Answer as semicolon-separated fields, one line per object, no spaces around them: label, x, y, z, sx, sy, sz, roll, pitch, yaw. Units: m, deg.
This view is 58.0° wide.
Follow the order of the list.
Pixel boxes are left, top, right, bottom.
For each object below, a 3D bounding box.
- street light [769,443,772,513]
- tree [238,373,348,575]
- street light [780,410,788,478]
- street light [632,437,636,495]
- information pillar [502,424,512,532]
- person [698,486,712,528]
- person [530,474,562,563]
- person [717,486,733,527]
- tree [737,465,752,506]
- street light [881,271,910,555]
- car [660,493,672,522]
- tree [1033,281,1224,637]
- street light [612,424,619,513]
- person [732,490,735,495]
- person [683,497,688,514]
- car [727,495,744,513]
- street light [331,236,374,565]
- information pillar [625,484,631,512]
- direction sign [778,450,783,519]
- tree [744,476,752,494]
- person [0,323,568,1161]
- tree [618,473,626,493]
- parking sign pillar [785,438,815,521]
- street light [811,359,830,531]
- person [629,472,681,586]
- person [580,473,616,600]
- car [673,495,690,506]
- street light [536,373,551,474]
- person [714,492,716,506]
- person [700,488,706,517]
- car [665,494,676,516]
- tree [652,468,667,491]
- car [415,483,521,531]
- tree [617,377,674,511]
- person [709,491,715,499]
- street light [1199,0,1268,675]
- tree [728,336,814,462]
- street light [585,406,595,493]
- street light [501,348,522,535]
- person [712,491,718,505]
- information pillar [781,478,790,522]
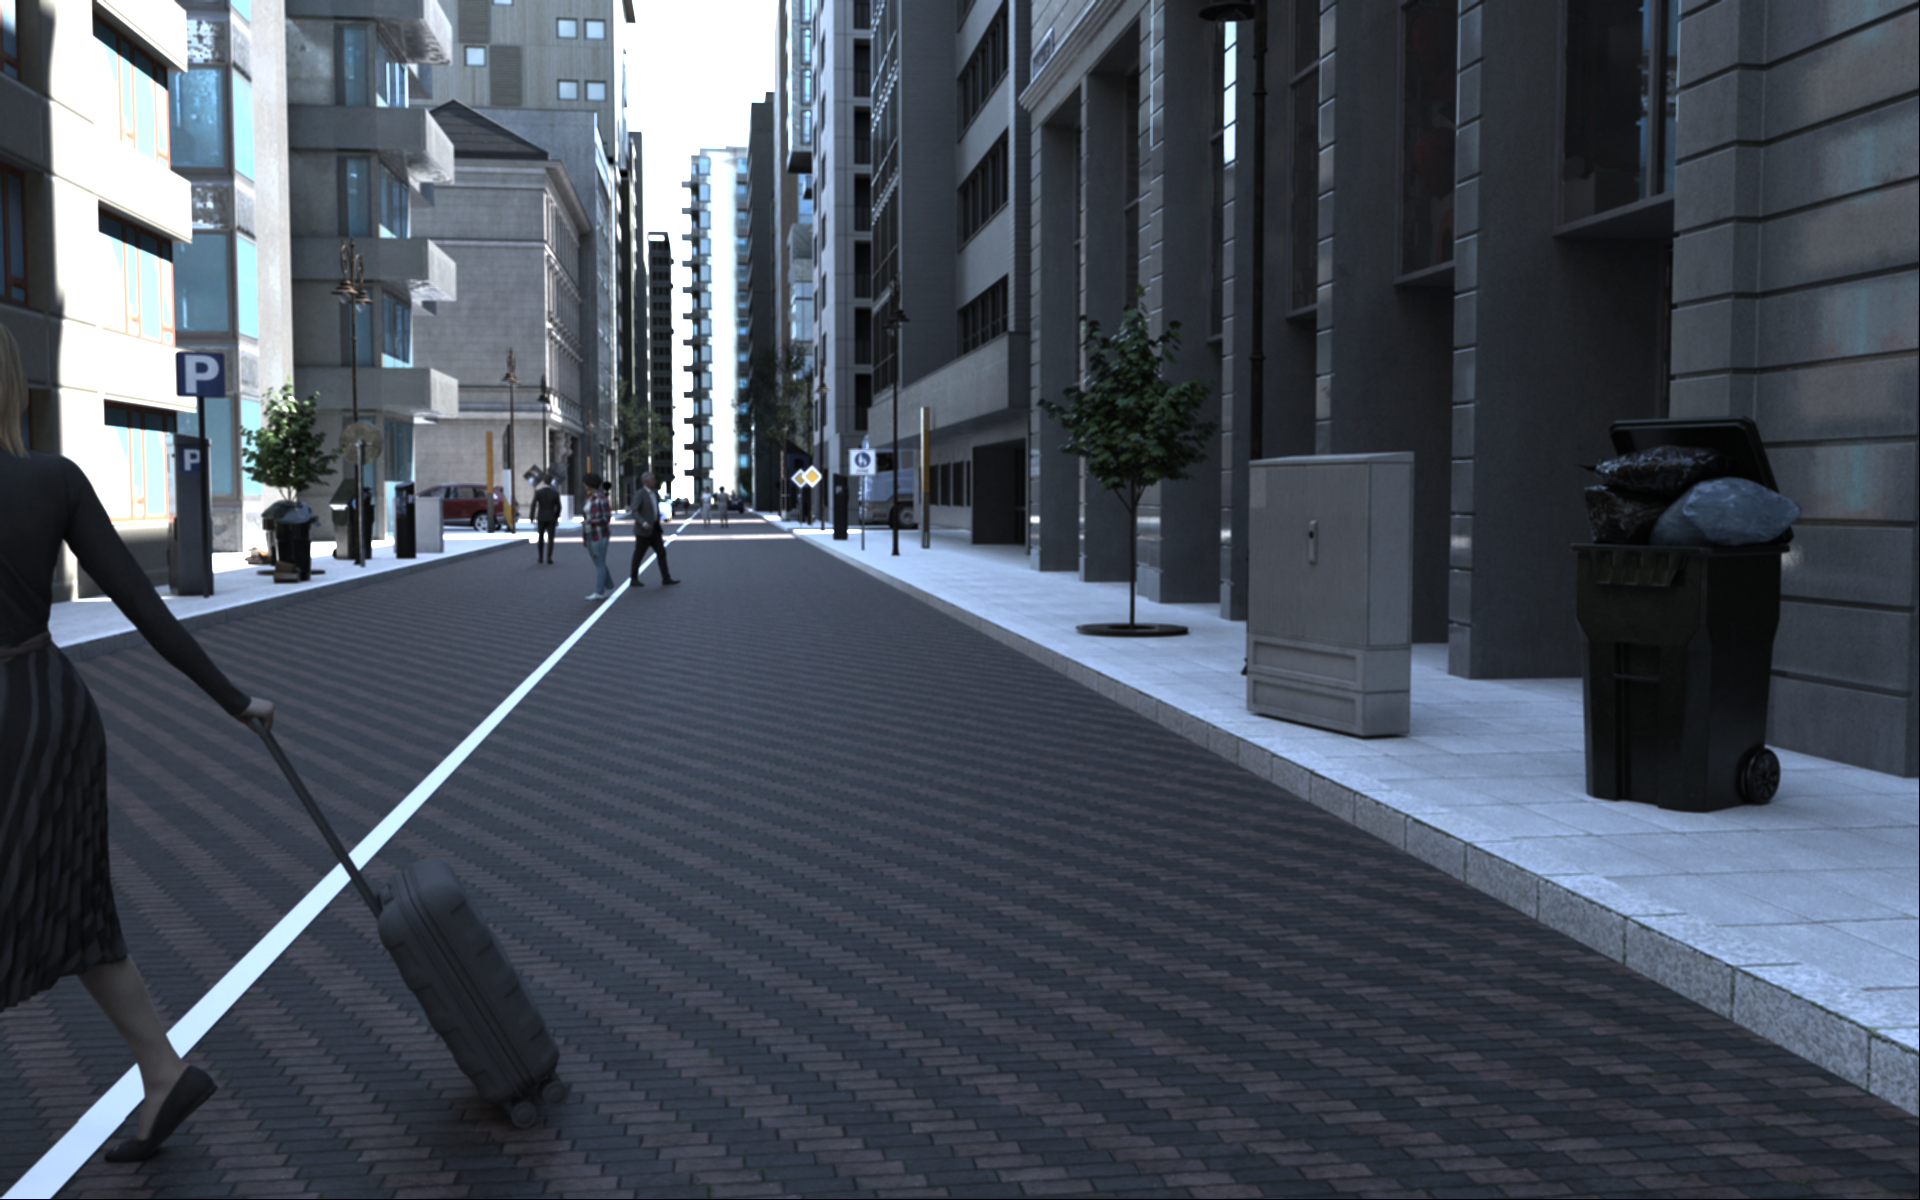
street light;-12.934;-8.900;118.296;0.468;5.910;1.993;0;4;-8
tree;-10.648;-2.032;27.818;1.663;3.219;1.824;0;3;0
street light;-9.615;-7.471;94.933;0.468;5.910;1.993;0;4;-8
street light;-26.098;-10.125;138.333;0.468;5.910;1.993;0;4;-8
information pillar;-15.204;-4.085;58.144;0.183;3.616;0.504;-3;4;-37
person;-10.718;-3.907;72.943;0.480;1.755;0.524;1;4;17
person;-8.584;-1.687;35.862;0.659;1.850;0.755;-1;4;-16
person;-10.160;-4.036;74.852;0.716;1.782;0.532;-1;4;-9
tree;-23.078;-12.737;191.971;4.285;4.588;4.351;0;3;0
street light;-1.349;-3.873;36.110;0.468;5.910;1.993;0;4;-8
car;-15.664;-4.819;88.386;1.945;1.707;3.694;0;4;-7
tree;1.624;-1.296;15.797;1.663;3.219;1.824;0;3;0
street light;-22.818;-8.696;114.965;0.468;5.910;1.993;0;4;-8
person;-19.519;-8.516;148.178;0.568;1.767;0.683;0;4;7
person;-20.068;-6.930;126.476;0.373;1.253;0.362;2;4;27
car;-17.158;-7.191;130.148;1.945;1.354;3.894;-1;4;-9
street light;-10.928;-3.578;31.295;0.468;5.910;1.993;0;4;-8
information pillar;-23.549;-7.231;122.716;0.304;2.012;0.304;3;5;44
direction sign;-9.190;-5.955;89.368;0.379;3.537;0.876;0;4;0
tree;-22.126;-11.581;183.949;1.663;3.219;1.824;0;3;0
person;-1.614;0.309;3.671;1.509;1.804;0.699;-1;4;-21
tree;-26.936;-8.680;136.524;1.663;3.219;1.824;0;3;0
parking sign pillar;-7.745;-5.815;83.543;1.447;3.967;1.447;-1;4;-15
street light;-4.720;-5.301;59.466;0.468;5.910;1.993;0;4;-8
person;-4.785;-1.106;26.975;0.834;1.777;0.661;1;4;21
person;-4.904;-0.869;23.547;0.643;1.720;0.563;-3;4;-37
car;-32.380;-11.574;201.813;1.945;1.354;3.894;0;4;-7
street light;-15.963;-5.734;66.543;0.468;5.910;1.993;0;4;-8
person;-29.775;-12.294;210.973;0.593;1.643;0.415;3;4;36
person;-15.903;-6.087;107.866;0.795;1.843;0.661;1;4;21
car;-19.830;-6.287;114.588;2.131;1.459;4.920;0;4;-7
tree;-38.310;-14.285;217.273;4.285;4.588;4.351;0;3;0
car;-18.589;-3.293;62.515;5.304;1.827;2.281;0;4;-7
tree;-25.881;-12.042;131.300;8.767;10.594;7.601;0;4;-8
person;-23.478;-9.346;162.130;1.217;1.723;0.721;-1;4;-19
street light;2.089;-2.406;12.131;0.468;5.910;1.993;0;4;-8
tree;-9.677;-10.215;101.433;8.767;10.594;7.601;0;4;4
street light;-19.354;-7.212;90.709;0.468;5.910;1.993;0;4;-8
street light;-14.128;-5.008;54.675;0.468;5.910;1.993;0;4;-8
person;-24.849;-10.279;177.076;1.217;1.766;0.721;-1;4;-16
information pillar;-8.142;-4.668;80.816;0.304;2.012;0.304;2;4;34
